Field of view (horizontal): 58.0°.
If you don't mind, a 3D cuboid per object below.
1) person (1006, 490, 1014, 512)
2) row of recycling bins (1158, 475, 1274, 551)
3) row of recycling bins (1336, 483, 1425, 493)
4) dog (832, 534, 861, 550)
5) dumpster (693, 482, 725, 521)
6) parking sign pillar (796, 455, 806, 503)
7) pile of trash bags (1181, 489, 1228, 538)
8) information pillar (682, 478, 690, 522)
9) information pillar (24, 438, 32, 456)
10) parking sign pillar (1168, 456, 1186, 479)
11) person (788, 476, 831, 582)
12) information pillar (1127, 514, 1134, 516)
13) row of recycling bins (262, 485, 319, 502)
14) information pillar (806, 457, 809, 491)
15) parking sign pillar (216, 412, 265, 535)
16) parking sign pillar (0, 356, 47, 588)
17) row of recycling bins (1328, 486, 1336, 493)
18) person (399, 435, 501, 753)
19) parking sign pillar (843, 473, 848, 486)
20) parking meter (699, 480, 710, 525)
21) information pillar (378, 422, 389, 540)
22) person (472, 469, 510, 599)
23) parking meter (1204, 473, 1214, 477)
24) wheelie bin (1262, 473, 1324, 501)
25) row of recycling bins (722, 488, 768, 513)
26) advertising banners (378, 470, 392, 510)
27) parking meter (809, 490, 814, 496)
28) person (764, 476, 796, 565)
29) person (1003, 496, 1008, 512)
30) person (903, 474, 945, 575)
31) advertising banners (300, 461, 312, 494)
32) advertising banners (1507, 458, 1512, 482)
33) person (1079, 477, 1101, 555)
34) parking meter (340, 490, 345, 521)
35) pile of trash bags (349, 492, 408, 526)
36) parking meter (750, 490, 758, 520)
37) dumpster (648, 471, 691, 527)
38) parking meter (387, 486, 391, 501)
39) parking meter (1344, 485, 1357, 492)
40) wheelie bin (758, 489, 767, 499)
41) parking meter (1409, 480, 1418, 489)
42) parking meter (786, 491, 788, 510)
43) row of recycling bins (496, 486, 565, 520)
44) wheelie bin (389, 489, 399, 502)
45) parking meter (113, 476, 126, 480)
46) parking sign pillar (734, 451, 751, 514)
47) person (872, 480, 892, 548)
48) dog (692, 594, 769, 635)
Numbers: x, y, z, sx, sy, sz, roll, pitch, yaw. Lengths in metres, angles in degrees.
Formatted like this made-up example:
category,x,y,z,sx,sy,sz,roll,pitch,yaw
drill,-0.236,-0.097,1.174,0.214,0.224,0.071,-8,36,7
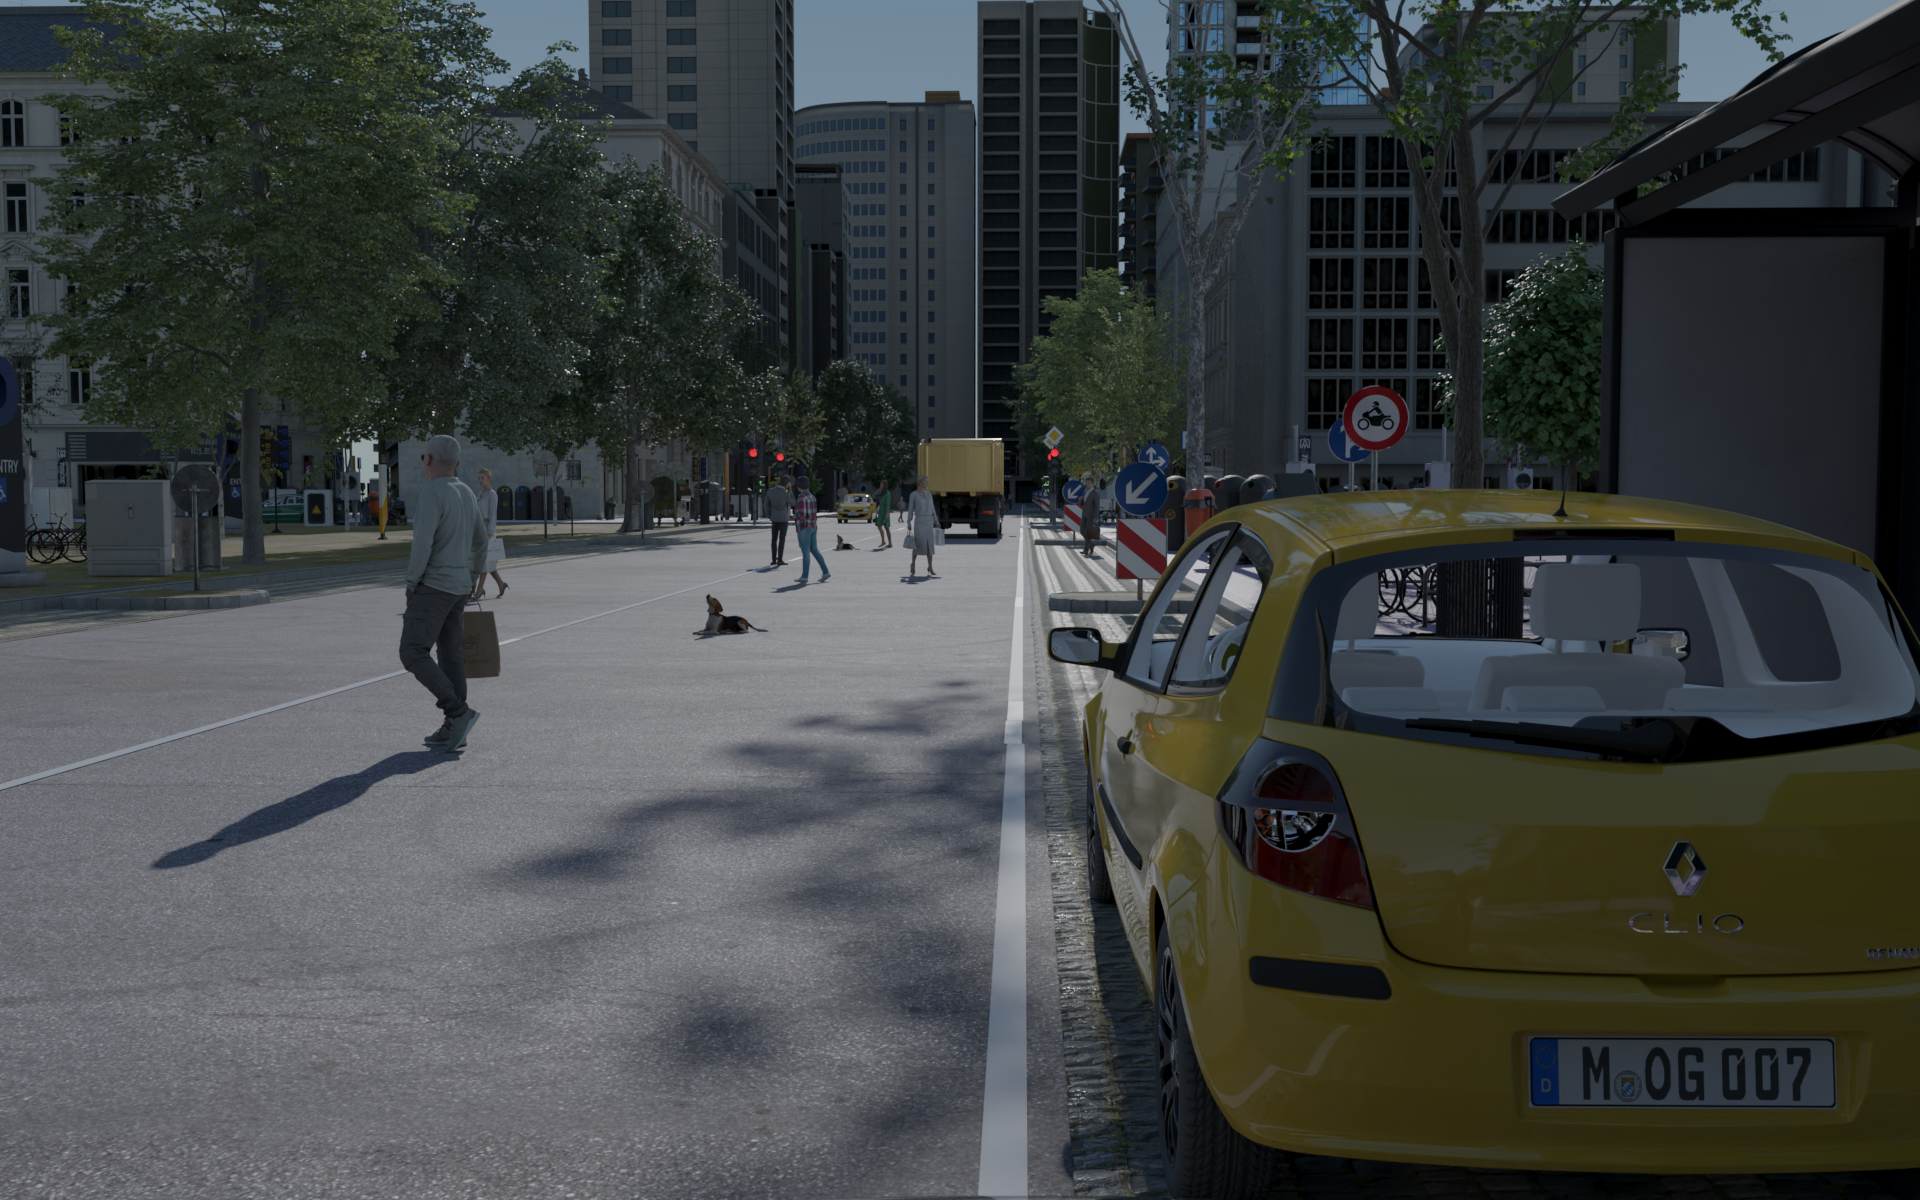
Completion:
category,x,y,z,sx,sy,sz,roll,pitch,yaw
person,4.039,-7.937,138.854,0.593,1.750,0.643,1,4,22
row of recycling bins,5.707,-1.916,38.439,1.069,1.692,3.534,-2,4,-34
row of recycling bins,16.292,-3.595,65.890,3.534,1.692,1.069,3,4,37
dog,-2.898,-1.469,44.212,0.748,0.427,0.550,0,4,-1
dumpster,-11.960,-4.686,82.373,1.264,1.857,1.865,0,4,2
parking sign pillar,-10.657,-7.896,117.564,1.447,3.967,1.447,1,4,20
pile of trash bags,5.281,-1.322,31.360,3.447,1.369,1.912,-3,5,-41
information pillar,-12.804,-4.675,80.927,0.304,2.012,0.304,-2,4,-24
information pillar,-38.856,-4.945,72.201,0.504,3.616,0.183,1,4,19
parking sign pillar,13.424,-7.199,106.174,1.447,3.967,1.447,-2,4,-26
person,-2.469,-1.157,28.255,0.643,1.720,0.563,1,4,22
information pillar,7.121,-4.122,71.881,0.304,2.012,0.304,-1,4,-11
row of recycling bins,-32.644,-4.667,83.421,3.534,1.692,1.069,-3,5,-41
information pillar,-9.717,-7.268,110.193,0.183,3.616,0.504,0,4,5
parking sign pillar,-22.660,-4.034,54.427,1.447,3.967,1.447,1,4,12
parking sign pillar,-13.513,-2.171,23.961,1.447,3.967,1.447,0,4,-1
row of recycling bins,18.641,-4.737,84.561,1.069,1.692,3.534,1,4,20
person,-2.884,-0.058,9.934,0.515,1.767,0.782,1,4,12
parking sign pillar,-9.709,-9.846,149.460,1.447,3.967,1.447,1,4,11
parking meter,-10.767,-4.115,72.985,0.255,1.863,0.399,2,4,33
information pillar,-16.246,-3.509,48.721,0.183,3.616,0.504,0,4,-1
person,-6.461,-0.913,23.776,0.624,1.780,0.694,-2,4,-30
parking meter,6.549,-2.461,45.956,0.399,1.863,0.255,2,4,24
wheelie bin,4.987,-1.110,26.060,0.980,1.594,0.693,-1,4,-13
row of recycling bins,-14.835,-6.716,116.926,3.534,1.692,1.069,-2,4,-35
advertising banners,-42.643,-8.115,128.867,0.090,3.025,2.074,1,4,16
parking meter,-9.304,-6.109,108.290,0.372,1.533,0.369,0,3,0
person,-3.633,-1.604,34.911,0.592,1.802,0.473,2,4,31
person,3.452,-7.443,134.473,0.640,1.303,0.475,0,4,-7
person,-0.650,-1.343,30.809,0.694,1.780,0.624,-1,4,-17
advertising banners,-35.369,-5.891,92.504,0.090,3.025,2.074,2,4,26
advertising banners,26.006,-5.179,80.859,0.090,3.025,2.074,-1,4,-10
person,3.062,-1.977,40.783,0.622,1.834,0.822,3,4,39
parking meter,-29.295,-4.524,82.374,0.372,1.533,0.369,0,3,0
pile of trash bags,-23.503,-3.702,70.286,1.912,1.369,3.447,-1,4,-9
parking meter,-10.027,-4.650,84.432,0.372,1.533,0.369,0,3,0
dumpster,-11.567,-4.038,68.515,1.502,2.255,1.985,0,4,2
parking meter,-43.020,-7.635,130.541,0.255,1.863,0.399,-1,4,-22
parking meter,10.757,-2.406,47.749,0.372,1.533,0.369,0,3,0
wheelie bin,-12.752,-6.441,113.221,0.693,1.594,0.980,2,4,27
parking meter,18.535,-3.988,70.907,0.399,1.863,0.255,1,4,22
parking meter,-10.380,-6.010,103.972,0.399,1.863,0.255,1,4,17
row of recycling bins,-21.043,-4.755,84.861,3.534,1.692,1.069,1,4,11
wheelie bin,-34.645,-6.034,106.562,0.693,1.594,0.980,3,5,41
parking meter,-27.886,-3.167,57.499,0.399,1.863,0.255,1,4,18
parking sign pillar,-13.913,-7.439,110.106,1.447,3.967,1.447,-2,4,-30
person,-2.001,-2.291,46.209,0.529,1.795,0.600,-2,4,-35
dog,-2.355,0.145,17.814,0.748,0.427,0.550,0,4,1
